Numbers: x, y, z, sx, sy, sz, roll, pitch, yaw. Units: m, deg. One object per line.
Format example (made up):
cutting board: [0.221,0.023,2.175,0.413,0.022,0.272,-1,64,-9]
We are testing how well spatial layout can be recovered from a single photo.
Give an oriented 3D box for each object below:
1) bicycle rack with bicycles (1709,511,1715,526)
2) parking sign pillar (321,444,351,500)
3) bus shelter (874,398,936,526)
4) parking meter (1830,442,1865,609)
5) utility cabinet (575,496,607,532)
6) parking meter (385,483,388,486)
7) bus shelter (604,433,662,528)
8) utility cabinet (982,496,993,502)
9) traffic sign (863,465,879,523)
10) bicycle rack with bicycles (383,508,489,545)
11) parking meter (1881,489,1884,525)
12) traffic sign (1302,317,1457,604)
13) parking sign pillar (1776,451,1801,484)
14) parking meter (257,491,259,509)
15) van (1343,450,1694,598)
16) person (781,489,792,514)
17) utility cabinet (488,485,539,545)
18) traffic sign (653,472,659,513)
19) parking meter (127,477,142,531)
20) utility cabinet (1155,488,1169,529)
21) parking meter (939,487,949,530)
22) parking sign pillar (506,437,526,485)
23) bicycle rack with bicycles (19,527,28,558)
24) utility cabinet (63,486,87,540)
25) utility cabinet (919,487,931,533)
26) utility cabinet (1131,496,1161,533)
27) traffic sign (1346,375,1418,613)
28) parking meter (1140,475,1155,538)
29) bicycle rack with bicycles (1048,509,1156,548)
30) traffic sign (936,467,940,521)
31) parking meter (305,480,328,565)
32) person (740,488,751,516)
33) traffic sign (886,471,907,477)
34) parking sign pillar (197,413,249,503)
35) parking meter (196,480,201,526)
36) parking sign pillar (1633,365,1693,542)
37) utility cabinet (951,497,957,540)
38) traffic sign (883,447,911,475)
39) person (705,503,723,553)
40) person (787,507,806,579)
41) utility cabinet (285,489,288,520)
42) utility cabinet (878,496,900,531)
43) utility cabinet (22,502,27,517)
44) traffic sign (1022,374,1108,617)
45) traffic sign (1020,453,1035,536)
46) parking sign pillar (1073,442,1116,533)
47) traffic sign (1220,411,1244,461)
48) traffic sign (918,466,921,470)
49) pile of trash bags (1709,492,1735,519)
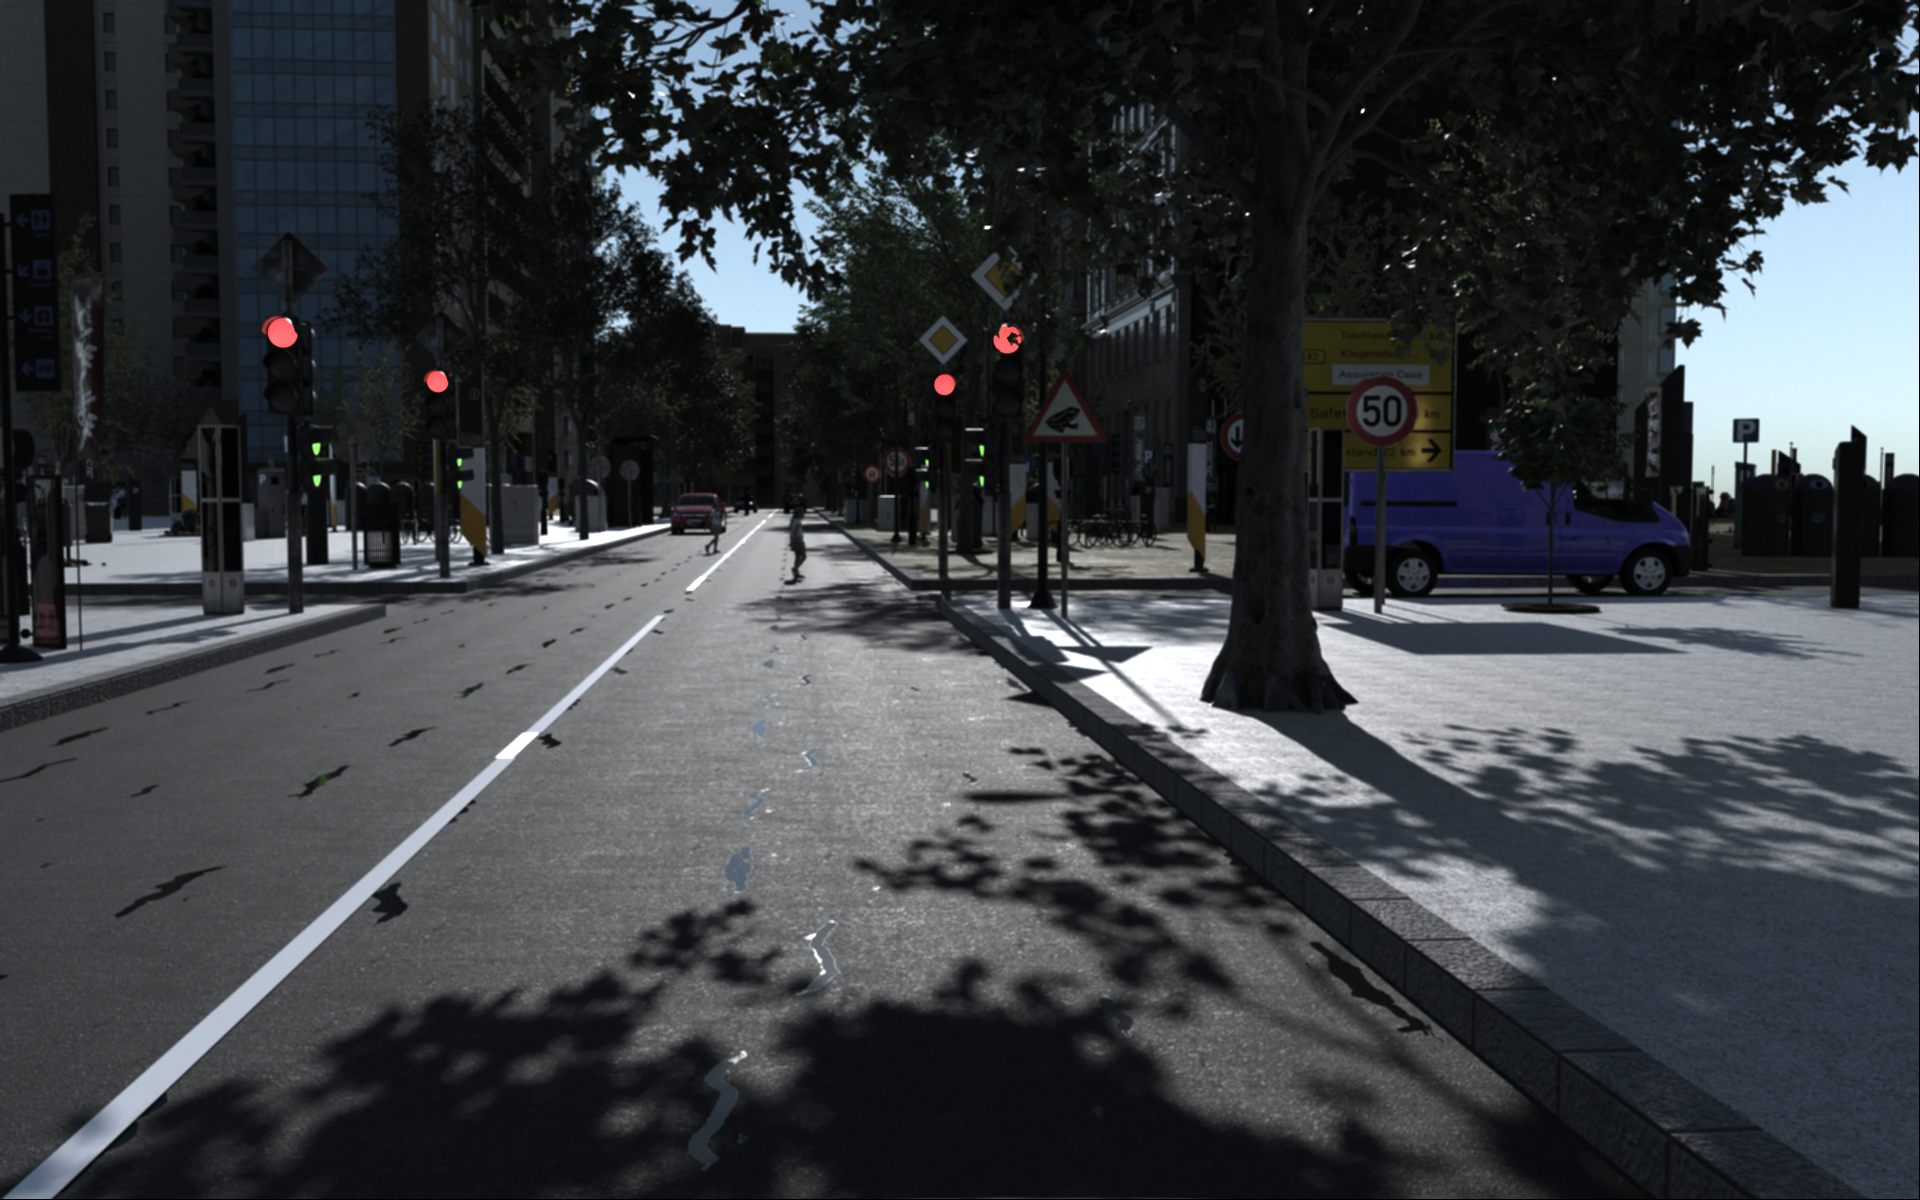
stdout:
bicycle rack with bicycles: [28.272,-3.359,68.296,2.925,0.926,2.852,3,5,40]
parking sign pillar: [-29.770,-5.773,82.861,1.447,3.967,1.447,0,4,2]
bus shelter: [-2.317,-5.648,69.984,2.179,5.291,8.768,0,4,-5]
parking meter: [10.008,-0.846,19.538,0.255,1.863,0.399,1,4,19]
utility cabinet: [-13.325,-3.145,62.575,1.020,1.237,0.306,1,4,11]
parking meter: [-30.881,-5.332,92.881,0.399,1.863,0.255,1,4,10]
bus shelter: [-13.040,-4.777,69.393,1.731,3.624,6.357,0,4,-6]
utility cabinet: [0.568,-2.837,57.540,1.020,1.237,0.306,1,4,16]
traffic sign: [-3.901,-4.698,76.914,0.768,2.556,0.104,0,3,0]
bicycle rack with bicycles: [-13.713,-1.940,45.104,2.852,0.926,2.925,-3,5,-41]
parking meter: [38.936,-3.939,72.808,0.372,1.533,0.369,0,3,0]
traffic sign: [4.601,-1.601,20.046,2.265,3.308,0.079,0,4,-3]
parking sign pillar: [51.074,-7.239,106.825,1.447,3.967,1.447,-3,5,-44]
parking meter: [-34.550,-4.725,85.664,0.372,1.533,0.369,0,3,0]
van: [7.657,-1.231,24.518,5.245,2.365,2.240,0,4,-7]
person: [-12.432,-7.090,124.515,0.705,1.812,1.348,2,4,28]
utility cabinet: [-11.139,-2.112,43.213,1.173,1.500,0.318,0,4,6]
traffic sign: [-17.451,-6.008,98.338,0.768,2.556,0.104,0,4,-2]
parking meter: [-28.959,-3.369,60.795,0.255,1.863,0.399,3,5,42]
utility cabinet: [7.207,-3.357,63.571,0.318,1.500,1.173,-2,4,-27]
parking meter: [-0.565,-3.259,61.692,0.372,1.533,0.369,0,3,0]
parking sign pillar: [-21.166,-5.757,82.603,1.447,3.967,1.447,1,4,9]
bicycle rack with bicycles: [-20.061,-1.308,34.771,2.852,0.926,2.925,-3,4,-38]
utility cabinet: [-24.580,-2.388,47.720,1.173,1.500,0.318,-2,4,-34]
utility cabinet: [-1.137,-2.949,56.894,0.318,1.500,1.173,0,4,3]
utility cabinet: [6.112,-2.801,56.959,1.020,1.237,0.306,-2,4,-31]
traffic sign: [4.516,-1.133,18.629,0.768,2.556,0.104,0,4,2]
parking meter: [5.523,-2.773,51.042,0.399,1.863,0.255,-1,4,-13]
bicycle rack with bicycles: [3.559,-1.775,42.412,2.925,0.926,2.852,-2,4,-27]
traffic sign: [-1.032,-5.027,82.188,0.884,2.594,0.081,0,4,1]
parking meter: [-11.725,-1.416,31.561,0.372,1.533,0.369,0,3,0]
person: [-14.289,-6.579,115.698,0.705,1.869,1.348,-3,4,-36]
traffic sign: [-1.908,-3.204,52.484,0.768,2.556,0.104,0,4,1]
parking sign pillar: [-24.027,-4.189,56.968,1.447,3.967,1.447,1,4,16]
parking meter: [-31.050,-3.966,70.549,0.399,1.863,0.255,1,4,13]
parking sign pillar: [14.964,-2.961,36.879,1.447,3.967,1.447,-1,4,-19]
utility cabinet: [-0.042,-2.273,48.317,0.306,1.237,1.020,1,4,9]
traffic sign: [-1.711,-2.870,47.034,0.768,2.556,0.104,0,4,-1]
person: [-6.001,-1.763,42.342,0.382,1.210,0.505,2,4,23]
person: [-2.826,-0.977,29.490,0.382,1.210,0.505,-2,4,-29]
utility cabinet: [-32.398,-4.570,83.398,1.173,1.500,0.318,1,4,9]
utility cabinet: [-2.518,-3.054,61.087,0.306,1.237,1.020,-3,4,-36]
utility cabinet: [-50.933,-5.233,94.233,0.318,1.500,1.173,1,4,16]
traffic sign: [1.084,-1.097,17.948,0.884,2.594,0.081,0,4,2]
traffic sign: [1.891,-3.230,52.924,0.768,2.556,0.104,0,4,-5]
parking sign pillar: [4.433,-4.183,56.870,1.447,3.967,1.447,1,4,13]
traffic sign: [4.385,-1.632,26.787,0.768,2.556,0.104,0,4,-5]
traffic sign: [-1.523,-4.643,76.017,0.768,2.556,0.104,0,4,-5]
pile of trash bags: [40.429,-5.035,92.079,1.912,1.369,3.447,1,4,14]
